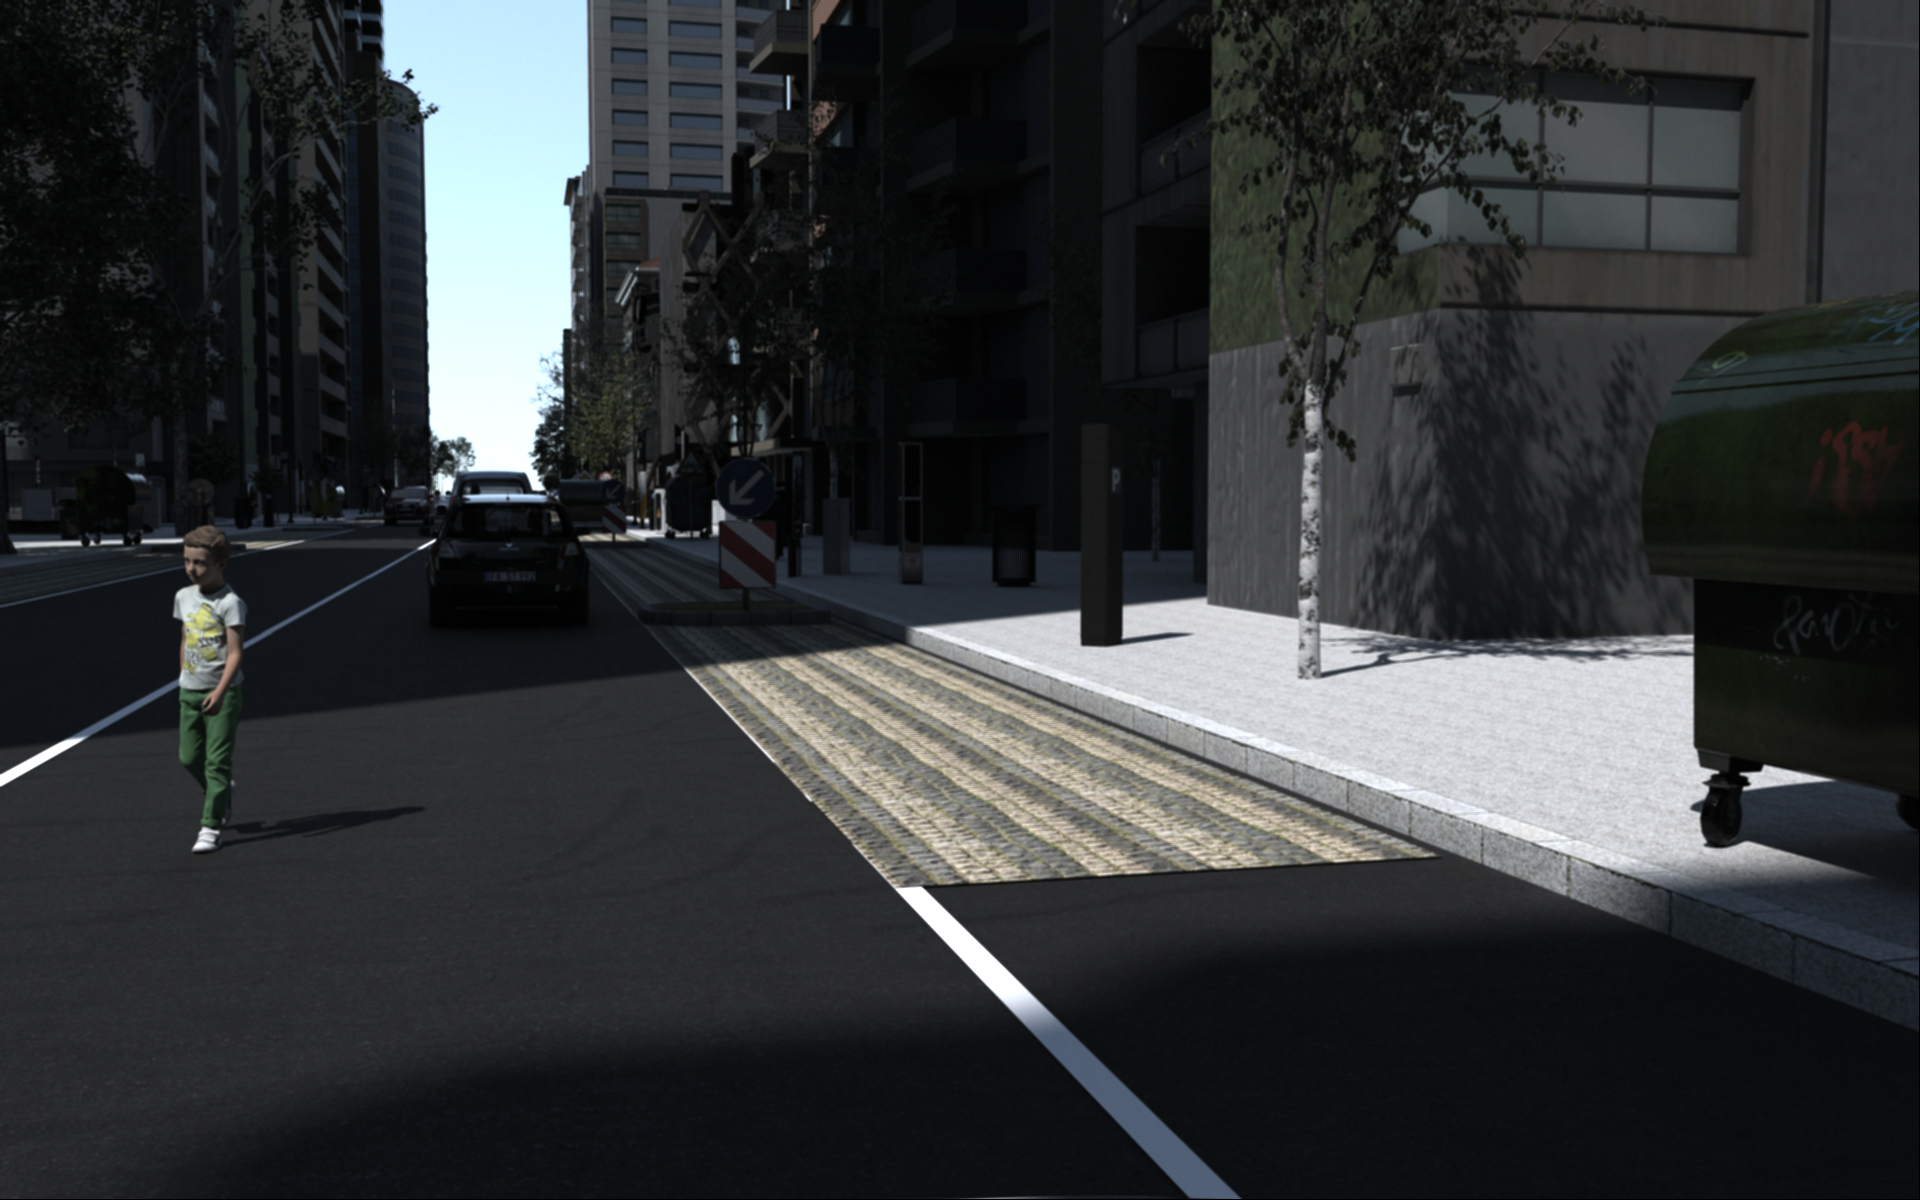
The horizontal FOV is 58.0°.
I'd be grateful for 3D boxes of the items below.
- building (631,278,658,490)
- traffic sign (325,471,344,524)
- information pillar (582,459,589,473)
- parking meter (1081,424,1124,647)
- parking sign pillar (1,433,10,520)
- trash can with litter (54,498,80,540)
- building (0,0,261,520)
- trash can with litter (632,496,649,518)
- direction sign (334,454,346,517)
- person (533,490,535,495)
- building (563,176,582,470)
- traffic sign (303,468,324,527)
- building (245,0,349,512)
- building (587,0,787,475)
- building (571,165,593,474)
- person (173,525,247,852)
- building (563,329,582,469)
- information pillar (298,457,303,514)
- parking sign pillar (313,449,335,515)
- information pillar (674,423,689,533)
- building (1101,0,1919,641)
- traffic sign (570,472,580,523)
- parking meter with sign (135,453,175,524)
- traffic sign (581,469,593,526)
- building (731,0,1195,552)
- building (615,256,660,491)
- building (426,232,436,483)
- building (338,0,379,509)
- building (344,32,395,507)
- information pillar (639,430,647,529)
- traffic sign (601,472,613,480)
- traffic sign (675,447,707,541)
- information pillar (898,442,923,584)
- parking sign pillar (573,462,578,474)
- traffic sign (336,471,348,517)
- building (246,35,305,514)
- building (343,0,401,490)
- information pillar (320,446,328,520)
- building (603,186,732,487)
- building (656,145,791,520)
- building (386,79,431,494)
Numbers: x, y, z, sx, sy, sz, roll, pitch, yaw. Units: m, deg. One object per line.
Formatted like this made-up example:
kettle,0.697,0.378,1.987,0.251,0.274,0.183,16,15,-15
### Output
building,-15.072,-15.722,124.501,16.820,18.784,16.811,-1,4,-14
traffic sign,-27.174,-4.384,75.317,0.795,2.450,0.064,-1,4,-14
information pillar,-25.063,-7.631,116.113,0.504,3.616,0.183,1,4,20
parking meter,1.208,-0.550,14.697,0.255,1.863,0.399,2,4,27
parking sign pillar,-42.942,-5.400,76.759,1.447,3.967,1.447,-1,4,-16
trash can with litter,-25.132,-2.289,48.815,0.624,1.170,1.055,-1,4,-22
building,-44.081,-24.665,86.872,14.154,41.232,14.086,-1,4,-14
trash can with litter,-17.179,-5.025,93.551,0.624,1.170,1.055,1,4,19
direction sign,-35.252,-6.521,98.614,0.876,3.537,0.379,2,4,27
person,-45.249,-10.716,183.699,0.705,1.826,1.348,2,4,26
building,-49.315,-42.402,282.507,28.713,52.752,27.495,-1,4,-14
traffic sign,-25.203,-3.910,67.578,0.795,2.450,0.064,-1,4,-14
building,-59.368,-31.098,132.154,21.300,48.544,21.600,-1,4,-14
building,-29.349,-39.475,187.423,21.231,58.520,28.212,-1,4,-14
building,-45.226,-38.790,253.817,23.786,49.044,30.456,-1,4,-14
person,-3.075,0.344,7.131,0.306,1.304,0.590,0,4,-8
building,-61.820,-32.400,301.437,14.160,30.474,14.107,-1,4,-14
information pillar,-41.530,-7.203,109.119,0.183,3.616,0.504,-3,5,-39
parking sign pillar,-37.867,-7.024,103.307,1.447,3.967,1.447,-1,4,-15
information pillar,-9.207,-4.033,57.289,0.504,3.616,0.183,-1,4,-18
building,9.251,-20.710,22.206,14.154,41.232,14.086,-1,4,-14
traffic sign,-17.143,-4.538,77.841,0.795,2.450,0.064,-1,4,-14
parking meter with sign,-34.864,-4.828,75.194,0.543,3.016,1.738,1,4,21
traffic sign,-15.173,-4.065,70.102,0.795,2.450,0.064,-1,4,-14
building,5.378,-24.314,52.159,22.147,44.769,28.867,-1,4,-14
building,-21.816,-18.720,142.222,11.583,22.565,21.152,-1,4,-14
building,-94.536,-39.755,269.603,23.786,49.044,30.456,-1,4,-14
building,-63.129,-43.713,152.961,20.563,71.187,20.611,-1,4,-14
building,-64.073,-31.885,171.437,14.600,45.320,14.200,-1,4,-14
information pillar,-11.615,-4.407,63.413,0.183,3.616,0.504,-2,4,-29
traffic sign,-20.027,-5.990,98.040,0.768,2.556,0.104,0,4,-7
traffic sign,-7.375,-2.907,47.531,0.884,2.594,0.081,0,4,-6
information pillar,-0.704,-1.237,24.722,0.304,2.012,0.304,-1,4,-12
parking sign pillar,-32.787,-9.736,147.657,1.447,3.967,1.447,-1,4,-13
traffic sign,-34.071,-5.825,95.352,0.768,2.556,0.104,-1,4,-12
building,-49.669,-20.602,108.540,14.160,30.474,14.107,-1,4,-14
building,-73.772,-53.720,190.993,22.319,86.520,31.000,-1,4,-14
information pillar,-31.358,-5.747,85.323,0.183,3.616,0.504,-3,5,-41
building,-27.184,-24.171,166.890,14.160,30.474,14.107,-1,4,-14
building,-6.727,-13.707,91.568,16.811,18.784,16.820,-1,4,-14
building,-85.735,-42.741,240.817,21.231,58.520,28.212,-1,4,-14
